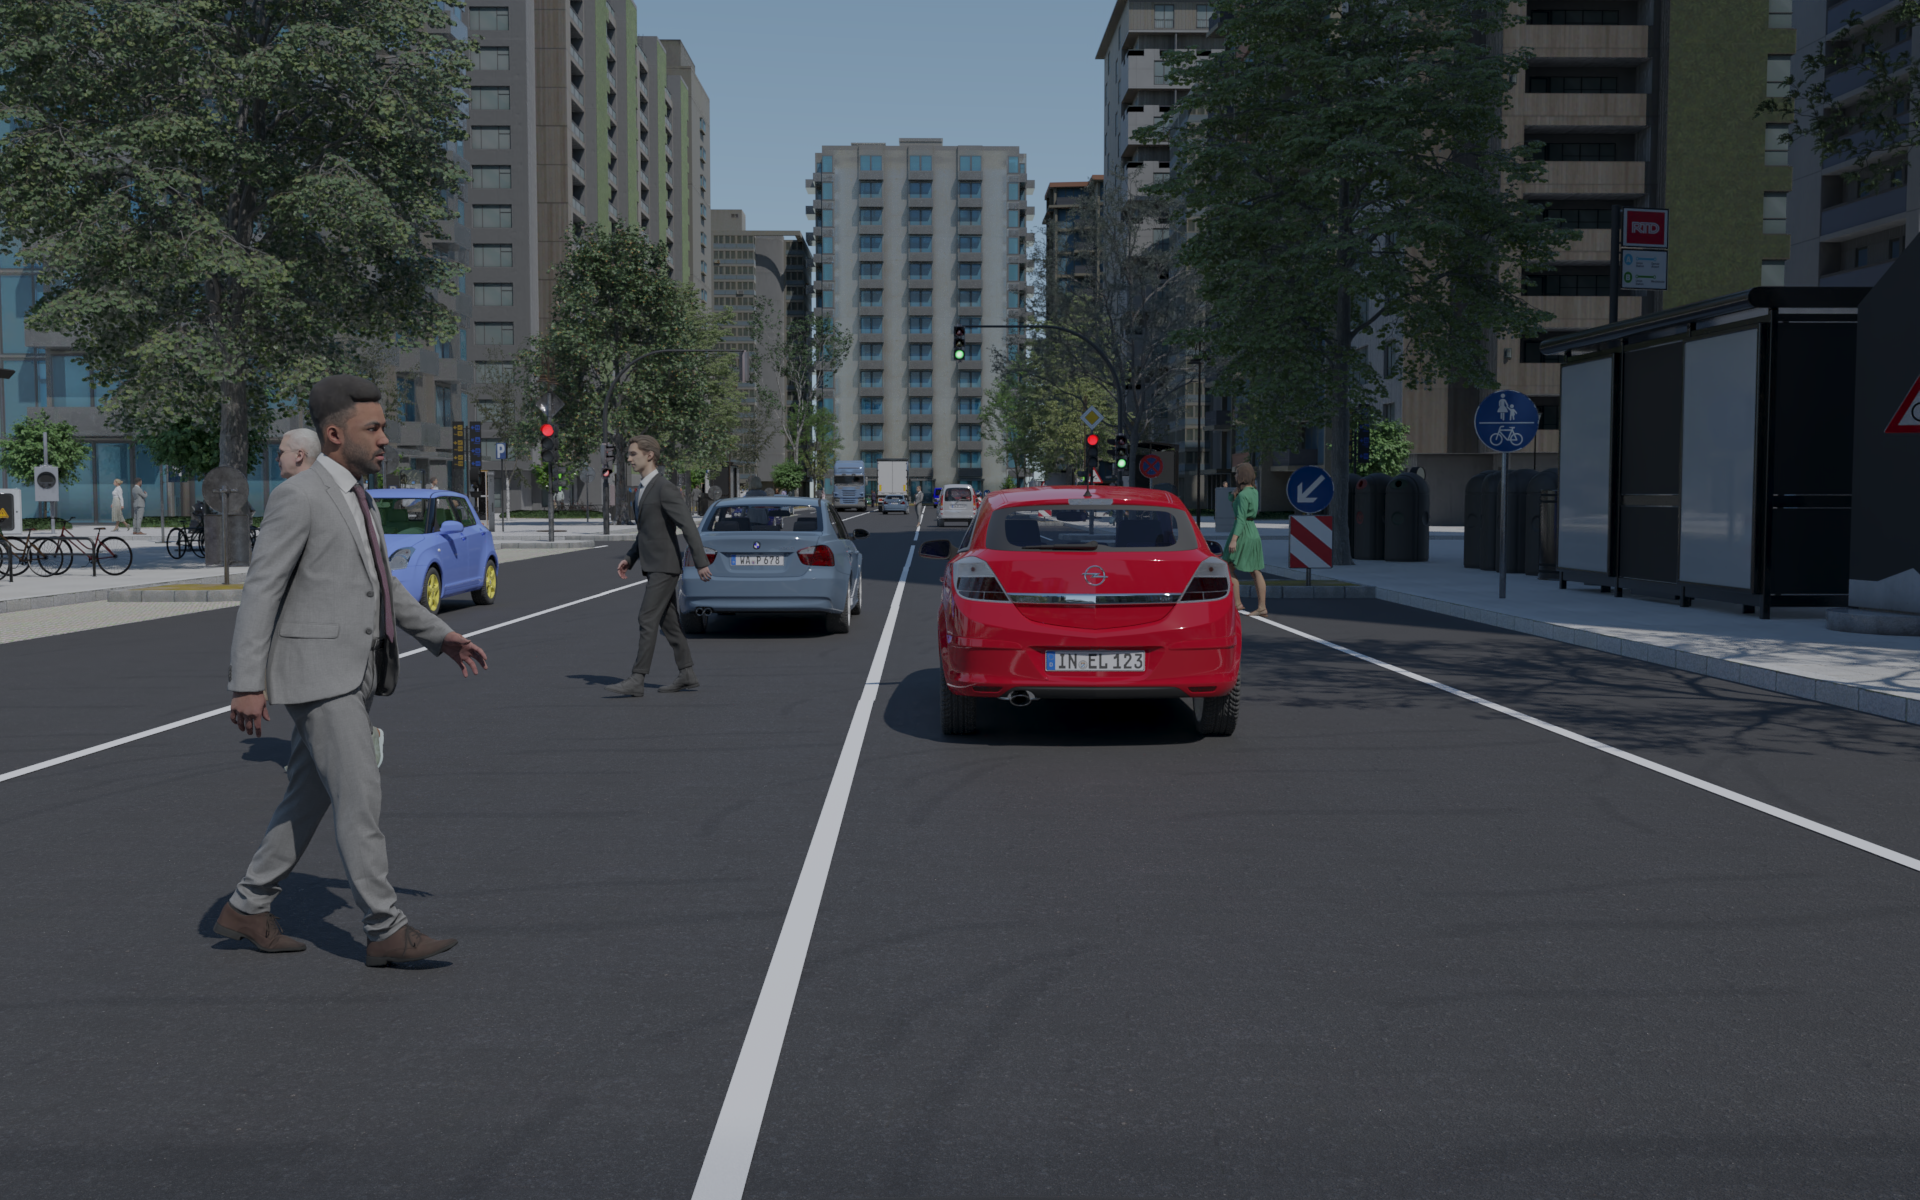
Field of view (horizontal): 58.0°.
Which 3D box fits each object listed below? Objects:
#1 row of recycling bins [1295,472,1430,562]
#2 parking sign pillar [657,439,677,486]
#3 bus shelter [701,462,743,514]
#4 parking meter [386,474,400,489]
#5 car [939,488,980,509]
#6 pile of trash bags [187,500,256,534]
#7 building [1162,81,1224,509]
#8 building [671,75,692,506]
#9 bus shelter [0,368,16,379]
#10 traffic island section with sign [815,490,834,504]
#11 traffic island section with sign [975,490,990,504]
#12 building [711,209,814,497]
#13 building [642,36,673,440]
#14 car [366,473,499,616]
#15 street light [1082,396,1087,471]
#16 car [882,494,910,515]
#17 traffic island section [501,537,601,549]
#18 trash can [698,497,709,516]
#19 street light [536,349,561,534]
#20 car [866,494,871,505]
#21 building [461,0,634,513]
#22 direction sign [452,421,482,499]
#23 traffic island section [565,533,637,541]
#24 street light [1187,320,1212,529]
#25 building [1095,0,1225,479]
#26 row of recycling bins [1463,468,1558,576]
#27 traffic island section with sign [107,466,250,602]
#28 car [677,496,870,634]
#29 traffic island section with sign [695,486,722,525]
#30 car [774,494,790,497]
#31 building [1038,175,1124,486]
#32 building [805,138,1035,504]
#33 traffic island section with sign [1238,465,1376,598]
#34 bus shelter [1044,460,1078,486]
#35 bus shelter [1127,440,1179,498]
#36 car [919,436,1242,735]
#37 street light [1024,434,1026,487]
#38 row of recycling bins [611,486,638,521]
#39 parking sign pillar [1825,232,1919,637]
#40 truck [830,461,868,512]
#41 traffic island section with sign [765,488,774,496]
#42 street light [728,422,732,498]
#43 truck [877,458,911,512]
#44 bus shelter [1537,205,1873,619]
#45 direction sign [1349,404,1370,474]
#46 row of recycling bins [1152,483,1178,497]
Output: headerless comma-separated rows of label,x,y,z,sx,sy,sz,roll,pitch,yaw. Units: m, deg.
row of recycling bins,7.923,-1.661,34.267,1.069,1.692,3.534,-2,4,-28
parking sign pillar,-13.695,-5.575,79.616,1.447,3.967,1.447,0,4,5
bus shelter,-15.665,-8.262,112.719,2.179,5.291,8.768,0,4,-1
parking meter,-15.452,-2.539,47.227,0.399,1.863,0.255,-2,4,-23
car,-0.007,-5.245,94.430,2.281,1.827,5.304,0,4,-1
pile of trash bags,-23.456,-2.863,56.556,3.447,1.369,1.912,0,4,2
building,31.840,-28.372,155.768,32.217,40.220,23.993,0,4,-1
building,-33.550,-29.391,164.140,14.154,41.232,14.086,0,4,-1
bus shelter,-13.082,-1.566,19.533,2.014,3.302,5.546,0,4,-1
traffic island section with sign,-12.682,-9.034,156.335,1.989,1.847,2.006,0,4,-1
traffic island section with sign,1.840,-10.725,183.980,1.989,1.847,2.006,0,4,-1
building,-32.643,-33.468,239.089,23.993,40.220,32.217,0,4,-1
building,-33.323,-28.529,150.042,14.154,41.232,14.086,0,4,-1
car,-6.898,-0.704,21.108,1.945,1.707,3.694,0,4,0
street light,5.752,-6.547,79.824,0.468,5.910,1.993,0,4,-1
car,-4.535,-6.735,122.118,2.014,1.417,4.499,0,4,1
traffic island section,-11.010,-1.488,46.603,2.009,0.180,2.903,0,4,-1
trash can,-14.868,-5.425,100.345,0.748,1.137,0.748,0,3,0
street light,-13.118,-5.049,55.336,0.468,5.910,1.993,0,4,-1
car,-10.943,-11.589,201.279,2.131,1.459,4.920,0,4,-2
building,-33.298,-27.659,135.823,14.154,41.232,14.086,0,4,-1
direction sign,-15.342,-3.790,53.965,0.876,3.537,0.379,0,4,-2
traffic island section,-11.155,-1.976,54.587,2.009,0.180,2.903,0,4,-1
street light,6.382,-4.491,46.220,0.468,5.910,1.993,0,4,-1
building,29.647,-36.196,181.045,28.713,52.752,27.495,0,4,-1
row of recycling bins,9.241,-1.316,28.626,1.069,1.692,3.534,0,4,-4
traffic island section with sign,-10.265,-0.926,23.765,1.989,1.847,2.006,0,4,-1
car,-2.016,-0.434,19.093,2.014,1.417,4.499,0,4,-1
traffic island section with sign,-11.300,-4.364,79.985,1.989,1.847,2.006,0,4,-1
car,-12.161,-6.381,116.339,2.014,1.417,4.499,0,3,0
building,24.323,-35.498,235.015,28.867,44.769,22.147,0,4,-1
building,-5.357,-37.679,235.655,30.456,49.044,23.786,0,4,-1
traffic island section with sign,4.739,-0.989,24.793,1.989,1.847,2.006,0,4,-1
bus shelter,6.112,-6.868,106.214,2.014,3.302,5.546,0,4,-1
bus shelter,8.772,-5.365,79.008,1.731,3.624,6.357,0,4,-1
car,0.779,-0.168,11.790,2.155,1.783,4.494,0,4,1
street light,4.872,-9.589,129.566,0.468,5.910,1.993,0,4,-1
row of recycling bins,-16.203,-4.719,84.263,1.069,1.692,3.534,0,4,6
parking sign pillar,8.921,-1.691,16.116,1.447,3.967,1.447,0,4,-7
truck,-9.094,-9.485,144.834,2.967,4.110,18.799,0,4,-2
traffic island section with sign,-11.797,-6.043,107.435,1.989,1.847,2.006,0,4,-1
street light,-14.042,-8.127,105.670,0.468,5.910,1.993,0,4,-1
truck,-5.446,-9.321,141.317,2.839,4.237,11.283,0,4,-1
bus shelter,8.926,-2.703,21.832,2.179,5.291,8.768,0,4,-1
direction sign,9.899,-3.145,43.418,0.876,3.537,0.379,-2,4,-26
row of recycling bins,7.759,-3.581,65.670,1.069,1.692,3.534,0,4,6
